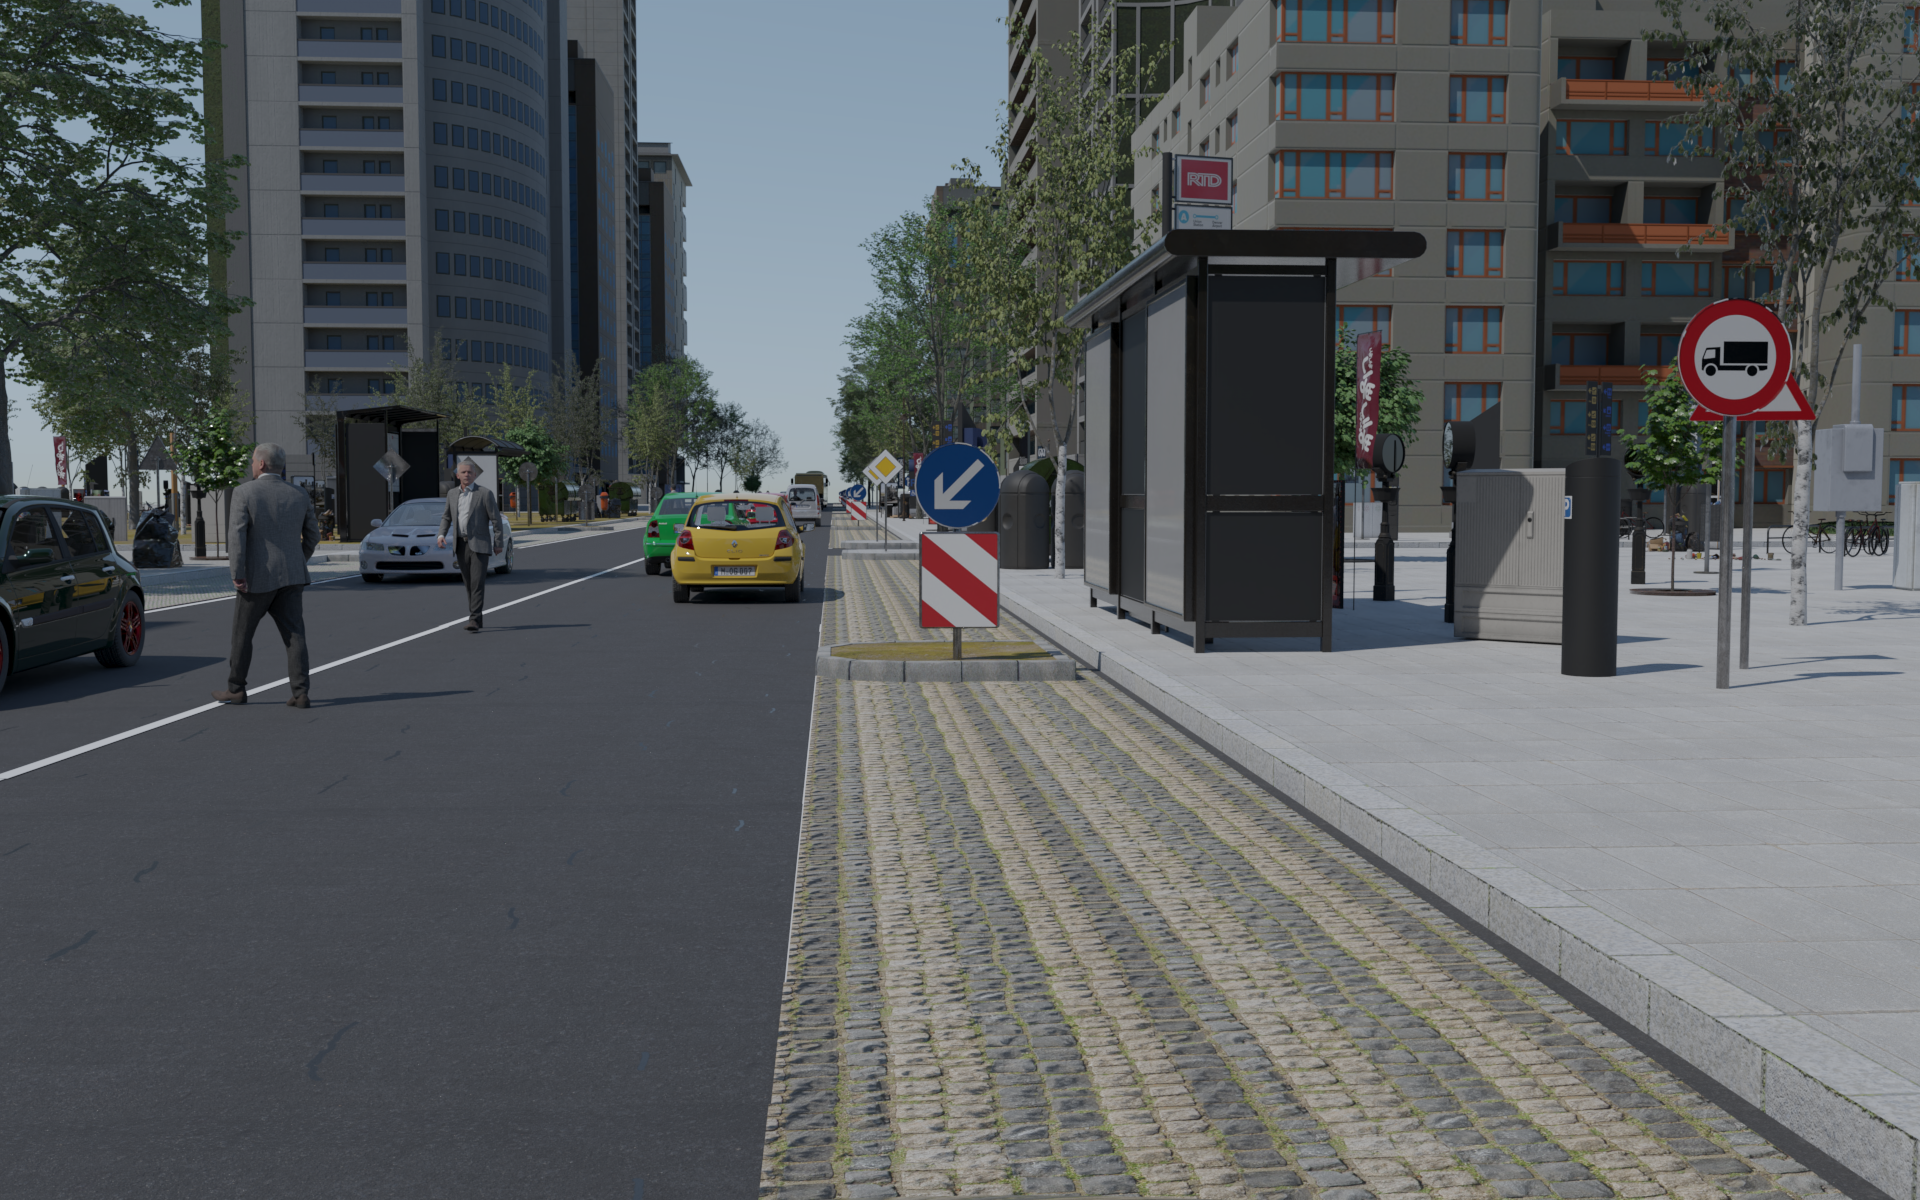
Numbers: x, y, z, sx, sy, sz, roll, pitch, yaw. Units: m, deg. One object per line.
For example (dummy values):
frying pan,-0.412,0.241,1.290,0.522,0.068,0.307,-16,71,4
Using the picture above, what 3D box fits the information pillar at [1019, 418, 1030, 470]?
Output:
information pillar,1.898,-3.651,51.052,0.183,3.616,0.504,-2,4,-29

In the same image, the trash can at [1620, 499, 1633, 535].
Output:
trash can,20.711,-2.603,54.217,0.748,1.137,0.748,0,3,0

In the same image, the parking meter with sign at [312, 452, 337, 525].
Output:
parking meter with sign,-26.189,-4.672,72.642,1.738,3.016,0.543,-1,4,-15

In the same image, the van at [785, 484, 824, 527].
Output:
van,-7.033,-4.286,77.096,2.013,2.044,4.112,0,4,-5

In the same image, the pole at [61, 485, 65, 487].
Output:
pole,-58.519,-7.289,113.017,0.158,3.312,0.155,0,3,0

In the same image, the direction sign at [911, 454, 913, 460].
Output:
direction sign,-2.521,-6.512,98.469,0.379,3.537,0.876,-3,4,-36

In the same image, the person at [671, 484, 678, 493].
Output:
person,-10.293,-3.277,62.357,0.678,1.792,0.850,-2,4,-35

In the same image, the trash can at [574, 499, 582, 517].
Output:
trash can,-21.044,-5.138,95.659,0.748,1.137,0.748,0,3,0

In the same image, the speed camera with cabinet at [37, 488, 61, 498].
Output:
speed camera with cabinet,-25.442,-3.212,46.854,0.660,3.252,2.038,2,4,27

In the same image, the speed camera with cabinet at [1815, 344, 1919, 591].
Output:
speed camera with cabinet,12.554,-1.759,23.095,2.038,3.252,0.660,0,4,5

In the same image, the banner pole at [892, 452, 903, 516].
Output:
banner pole,-3.659,-6.932,103.358,0.863,3.779,0.401,0,4,-6

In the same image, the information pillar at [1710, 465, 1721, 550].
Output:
information pillar,17.444,-2.165,39.887,0.304,2.012,0.304,-2,4,-27

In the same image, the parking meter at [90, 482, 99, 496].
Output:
parking meter,-42.177,-4.814,84.426,0.399,1.863,0.255,2,4,33

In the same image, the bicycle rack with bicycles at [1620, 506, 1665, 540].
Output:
bicycle rack with bicycles,18.448,-2.228,49.816,2.925,0.926,2.852,3,4,37

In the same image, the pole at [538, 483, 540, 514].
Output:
pole,-27.025,-7.185,111.318,0.158,3.312,0.155,0,3,0

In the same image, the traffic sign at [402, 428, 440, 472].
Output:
traffic sign,-17.206,-3.651,53.564,2.265,3.308,0.079,0,4,4

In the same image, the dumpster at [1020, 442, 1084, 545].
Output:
dumpster,1.786,-1.869,33.045,1.502,2.255,1.985,0,4,-4

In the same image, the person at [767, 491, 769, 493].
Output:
person,-16.970,-8.758,152.370,1.217,1.739,0.721,2,4,32

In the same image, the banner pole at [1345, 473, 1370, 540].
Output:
banner pole,11.155,-3.589,48.691,0.863,3.779,0.401,-2,4,-24

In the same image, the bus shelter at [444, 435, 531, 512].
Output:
bus shelter,-17.001,-4.202,62.624,2.014,3.302,5.546,0,4,-4

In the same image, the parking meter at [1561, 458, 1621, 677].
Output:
parking meter,4.466,-0.235,12.259,0.372,1.533,0.369,0,3,0

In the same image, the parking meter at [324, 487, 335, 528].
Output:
parking meter,-23.940,-3.509,65.776,0.372,1.533,0.369,0,3,0

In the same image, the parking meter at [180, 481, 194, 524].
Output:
parking meter,-32.745,-4.134,73.302,0.399,1.863,0.255,1,4,18

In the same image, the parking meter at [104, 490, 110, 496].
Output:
parking meter,-51.781,-5.912,105.069,0.372,1.533,0.369,0,3,0

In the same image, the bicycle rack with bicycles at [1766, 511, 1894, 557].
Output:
bicycle rack with bicycles,18.636,-1.417,36.558,2.925,0.926,2.852,-2,4,-28

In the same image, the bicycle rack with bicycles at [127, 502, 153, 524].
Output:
bicycle rack with bicycles,-35.277,-3.700,73.883,2.852,0.926,2.925,0,4,6

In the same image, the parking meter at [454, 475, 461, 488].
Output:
parking meter,-15.604,-2.967,54.229,0.399,1.863,0.255,-1,4,-21

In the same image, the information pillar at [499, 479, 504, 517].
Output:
information pillar,-21.750,-4.727,81.775,0.304,2.012,0.304,-2,4,-31

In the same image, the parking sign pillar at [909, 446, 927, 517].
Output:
parking sign pillar,-2.603,-6.649,97.180,1.447,3.967,1.447,0,4,0

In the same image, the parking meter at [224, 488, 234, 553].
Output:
parking meter,-15.840,-1.796,37.779,0.372,1.533,0.369,0,3,0

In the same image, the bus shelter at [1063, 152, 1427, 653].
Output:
bus shelter,2.369,-2.475,18.092,2.179,5.291,8.768,0,4,-4

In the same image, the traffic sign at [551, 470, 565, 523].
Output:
traffic sign,-18.048,-4.731,77.459,0.768,2.556,0.104,0,4,1

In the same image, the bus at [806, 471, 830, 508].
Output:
bus,-15.323,-11.647,181.982,2.896,3.916,12.252,0,4,-2

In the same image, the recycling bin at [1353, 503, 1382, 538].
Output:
recycling bin,12.006,-2.345,50.895,0.722,1.027,0.722,0,4,-5

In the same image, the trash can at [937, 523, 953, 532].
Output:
trash can,-0.444,-2.707,55.907,0.748,1.137,0.748,0,3,0

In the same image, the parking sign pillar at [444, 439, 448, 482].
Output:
parking sign pillar,-24.914,-5.934,85.490,1.447,3.967,1.447,1,4,16

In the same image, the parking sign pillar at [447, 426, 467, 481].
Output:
parking sign pillar,-19.751,-4.970,69.729,1.447,3.967,1.447,-1,4,-16

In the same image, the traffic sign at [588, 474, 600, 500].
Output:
traffic sign,-23.197,-6.716,109.910,0.768,2.556,0.104,0,4,0

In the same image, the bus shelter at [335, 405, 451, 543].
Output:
bus shelter,-15.802,-3.507,48.623,1.731,3.624,6.357,0,4,-4

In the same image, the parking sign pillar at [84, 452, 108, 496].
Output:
parking sign pillar,-53.397,-7.251,107.025,1.447,3.967,1.447,3,5,42

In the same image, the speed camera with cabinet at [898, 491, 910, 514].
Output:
speed camera with cabinet,-2.580,-6.550,101.422,2.038,3.252,0.660,1,4,18

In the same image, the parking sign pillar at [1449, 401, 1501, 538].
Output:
parking sign pillar,15.014,-3.788,50.408,1.447,3.967,1.447,1,4,15

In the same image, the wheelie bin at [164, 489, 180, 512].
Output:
wheelie bin,-45.385,-5.630,99.958,0.693,1.594,0.980,2,4,28

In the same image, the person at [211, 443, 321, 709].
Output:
person,-4.717,-0.173,11.734,0.834,1.777,0.661,2,4,32

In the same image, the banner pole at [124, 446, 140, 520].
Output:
banner pole,-41.595,-5.925,86.896,0.863,3.779,0.401,-1,4,-12

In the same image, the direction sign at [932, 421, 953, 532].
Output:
direction sign,-0.543,-3.772,53.667,0.876,3.537,0.379,3,5,43

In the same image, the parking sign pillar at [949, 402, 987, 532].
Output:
parking sign pillar,0.389,-3.846,51.357,1.447,3.967,1.447,2,4,24

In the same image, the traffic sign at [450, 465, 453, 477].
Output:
traffic sign,-19.539,-4.132,67.661,0.768,2.556,0.104,0,4,4

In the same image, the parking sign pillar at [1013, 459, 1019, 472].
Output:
parking sign pillar,4.124,-8.042,119.966,1.447,3.967,1.447,-1,4,-22

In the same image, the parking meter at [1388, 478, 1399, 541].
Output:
parking meter,11.895,-2.559,47.551,0.255,1.863,0.399,1,4,21

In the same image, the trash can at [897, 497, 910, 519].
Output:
trash can,-2.946,-4.817,90.407,0.748,1.137,0.748,0,3,0

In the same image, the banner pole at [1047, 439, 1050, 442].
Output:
banner pole,3.869,-5.456,79.216,0.863,3.779,0.401,3,4,39

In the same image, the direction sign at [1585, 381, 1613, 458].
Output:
direction sign,12.881,-2.629,34.980,0.876,3.537,0.379,-3,4,-37

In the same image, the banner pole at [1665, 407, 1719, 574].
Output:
banner pole,11.972,-2.326,28.055,0.401,3.779,0.863,-1,4,-19

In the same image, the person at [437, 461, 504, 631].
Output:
person,-5.138,-0.563,18.110,0.661,1.777,0.834,0,4,1

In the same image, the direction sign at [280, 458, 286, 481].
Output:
direction sign,-39.805,-6.691,101.397,0.379,3.537,0.876,2,4,26

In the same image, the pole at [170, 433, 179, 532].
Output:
pole,-26.259,-3.917,57.892,0.158,3.312,0.155,0,3,0

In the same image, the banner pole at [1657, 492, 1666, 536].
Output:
banner pole,21.664,-3.870,53.298,0.401,3.779,0.863,0,4,8

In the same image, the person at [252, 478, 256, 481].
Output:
person,-12.338,-1.301,30.525,0.760,1.731,0.466,2,4,28
